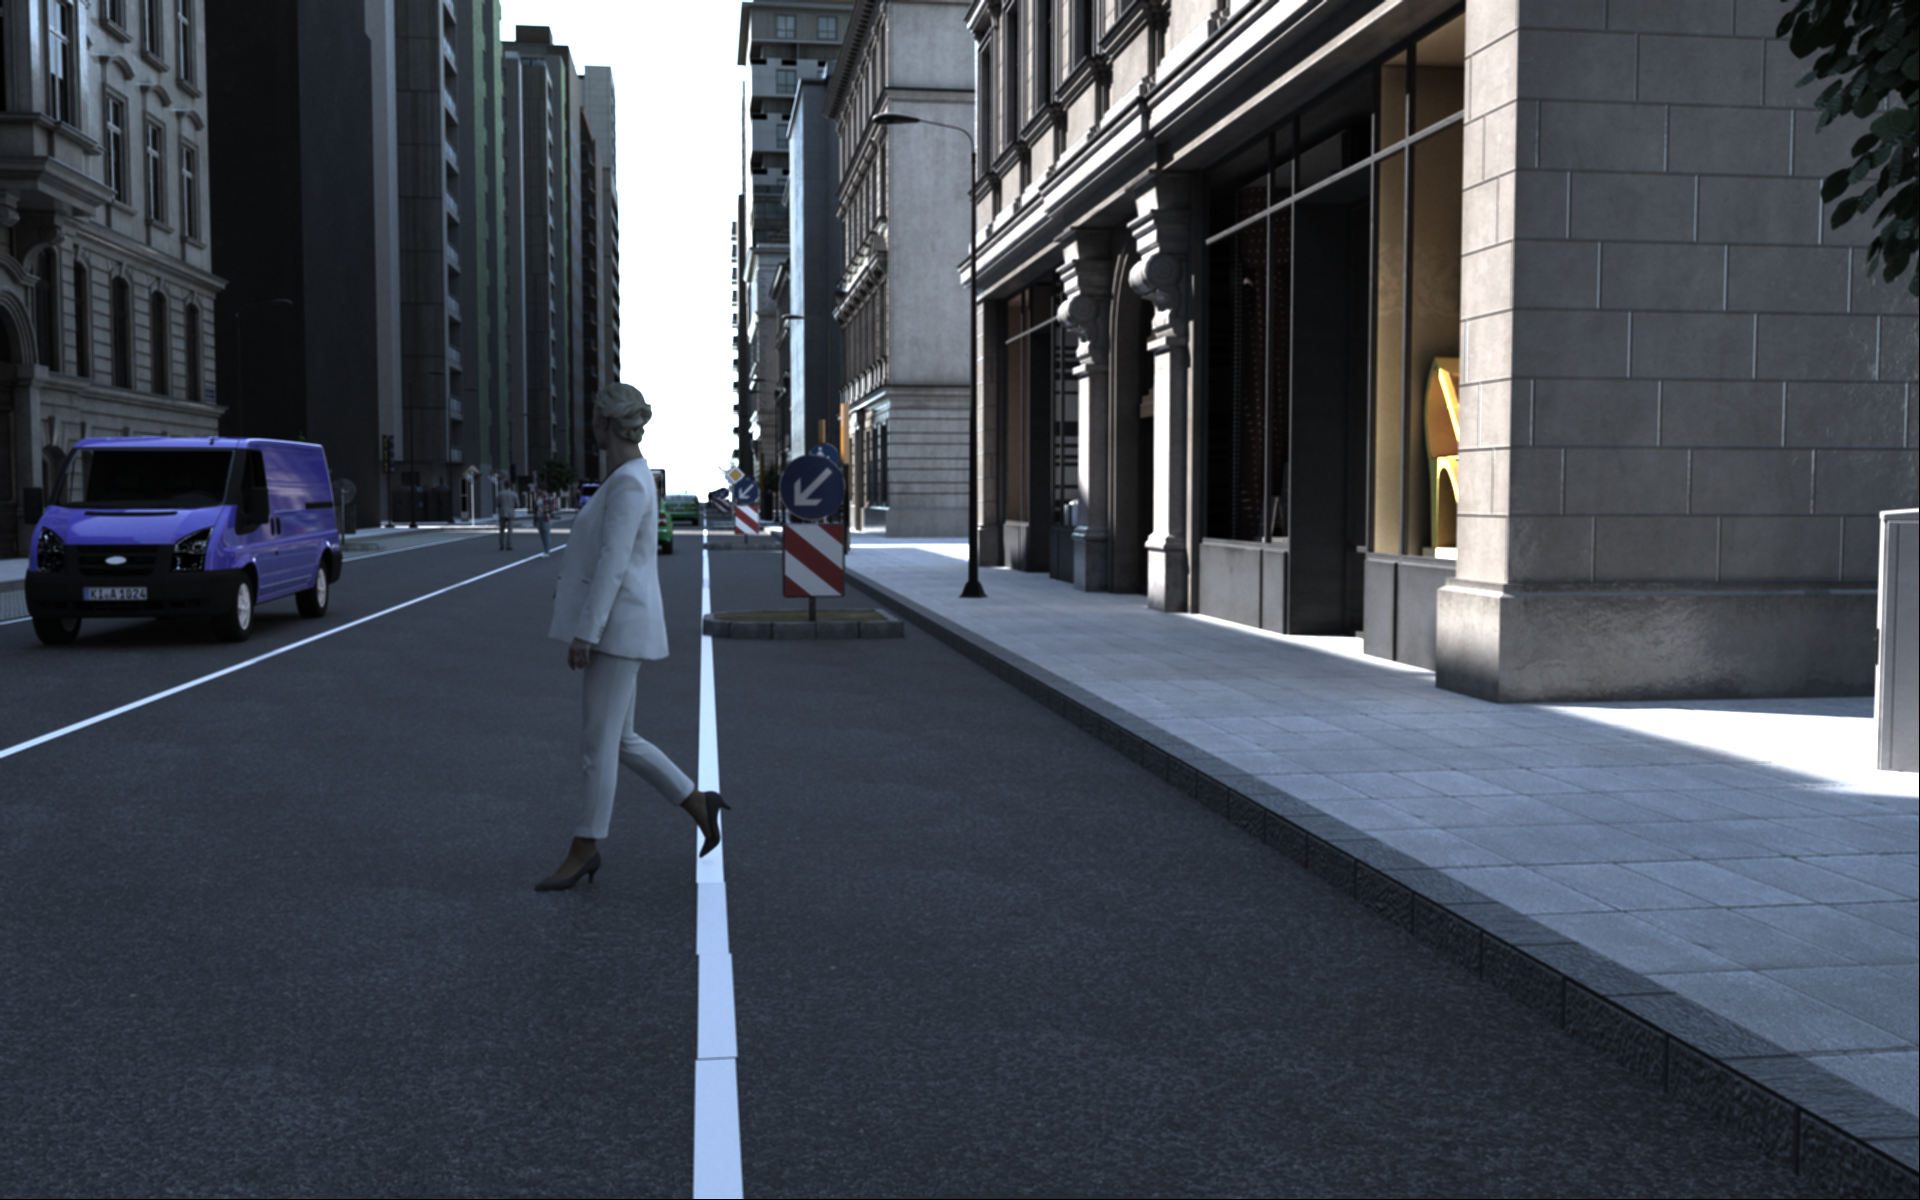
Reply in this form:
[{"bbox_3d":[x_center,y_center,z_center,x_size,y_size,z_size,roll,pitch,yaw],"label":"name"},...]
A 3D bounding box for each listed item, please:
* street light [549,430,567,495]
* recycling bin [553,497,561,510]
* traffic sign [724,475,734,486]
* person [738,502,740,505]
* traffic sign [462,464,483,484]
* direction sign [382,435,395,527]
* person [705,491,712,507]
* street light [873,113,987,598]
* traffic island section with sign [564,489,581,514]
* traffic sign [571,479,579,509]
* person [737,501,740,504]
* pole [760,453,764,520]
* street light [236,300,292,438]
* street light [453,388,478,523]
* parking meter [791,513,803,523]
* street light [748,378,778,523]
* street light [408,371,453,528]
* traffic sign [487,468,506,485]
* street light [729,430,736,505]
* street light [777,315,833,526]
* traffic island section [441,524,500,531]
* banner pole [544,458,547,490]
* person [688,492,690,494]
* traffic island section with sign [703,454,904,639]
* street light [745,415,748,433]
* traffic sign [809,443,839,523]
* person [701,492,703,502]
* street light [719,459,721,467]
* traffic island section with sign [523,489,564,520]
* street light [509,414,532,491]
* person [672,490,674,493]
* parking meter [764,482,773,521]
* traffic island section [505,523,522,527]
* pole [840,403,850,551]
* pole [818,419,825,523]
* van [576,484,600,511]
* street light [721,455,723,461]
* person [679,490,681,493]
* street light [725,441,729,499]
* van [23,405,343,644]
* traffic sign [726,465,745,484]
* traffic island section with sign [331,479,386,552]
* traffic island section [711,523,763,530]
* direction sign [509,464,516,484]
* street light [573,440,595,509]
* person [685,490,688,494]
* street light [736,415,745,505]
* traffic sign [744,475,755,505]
[{"bbox_3d":[-28.994,-9.311,124.775,1.470,5.913,1.316,-1,4,-8],"label":"street light"},{"bbox_3d":[-32.709,-7.780,139.753,0.722,1.027,0.722,1,4,16],"label":"recycling bin"},{"bbox_3d":[-10.150,-4.604,77.463,0.795,2.593,0.064,-1,4,-8],"label":"traffic sign"},{"bbox_3d":[-25.681,-11.931,201.899,0.721,1.735,1.217,0,4,-6],"label":"person"},{"bbox_3d":[-19.173,-4.030,68.087,0.795,2.593,0.064,-1,4,-8],"label":"traffic sign"},{"bbox_3d":[-22.001,-4.570,66.721,0.379,3.537,0.876,1,4,8],"label":"direction sign"},{"bbox_3d":[-28.027,-11.307,193.392,0.705,1.821,1.348,-3,5,-39],"label":"person"},{"bbox_3d":[-0.370,-2.985,21.349,1.470,5.913,1.316,-1,4,-8],"label":"street light"},{"bbox_3d":[-27.535,-7.094,124.612,1.989,1.847,2.006,-1,4,-8],"label":"traffic island section with sign"},{"bbox_3d":[-32.168,-8.835,144.559,0.768,2.556,0.104,0,4,0],"label":"traffic sign"},{"bbox_3d":[-28.491,-13.154,221.913,0.742,1.727,0.445,0,4,-2],"label":"person"},{"bbox_3d":[-9.885,-5.666,86.479,0.158,3.312,0.155,0,3,0],"label":"pole"},{"bbox_3d":[-16.656,-4.214,41.443,1.470,5.913,1.316,-1,4,-8],"label":"street light"},{"bbox_3d":[-21.777,-6.320,75.869,1.470,5.913,1.316,-1,4,-8],"label":"street light"},{"bbox_3d":[-5.233,-2.890,55.656,0.372,1.533,0.369,0,3,0],"label":"parking meter"},{"bbox_3d":[-7.653,-5.943,69.715,1.470,5.913,1.316,-1,4,-8],"label":"street light"},{"bbox_3d":[-20.189,-5.689,65.559,1.470,5.913,1.316,-1,4,-8],"label":"street light"},{"bbox_3d":[-20.338,-4.514,75.987,0.795,2.593,0.064,-1,4,-8],"label":"traffic sign"},{"bbox_3d":[-15.920,-9.404,126.290,1.470,5.913,1.316,-1,4,-8],"label":"street light"},{"bbox_3d":[-3.908,-4.434,45.039,1.470,5.913,1.316,-1,4,-8],"label":"street light"},{"bbox_3d":[-19.195,-2.806,68.151,2.009,0.180,2.903,-1,4,-8],"label":"traffic island section"},{"bbox_3d":[-28.518,-7.900,119.178,0.401,3.779,0.863,0,4,-2],"label":"banner pole"},{"bbox_3d":[-40.283,-15.246,258.305,0.750,1.759,0.617,-1,4,-10],"label":"person"},{"bbox_3d":[-1.689,-0.578,18.075,1.989,1.847,2.006,-1,4,-8],"label":"traffic island section with sign"},{"bbox_3d":[-8.764,-6.431,77.680,1.470,5.913,1.316,-1,4,-8],"label":"street light"},{"bbox_3d":[-3.395,-2.644,43.332,0.768,2.556,0.104,0,4,0],"label":"traffic sign"},{"bbox_3d":[-45.778,-18.240,306.730,0.705,1.823,1.348,-1,4,-8],"label":"person"},{"bbox_3d":[-27.322,-14.132,203.603,1.470,5.913,1.316,-1,4,-8],"label":"street light"},{"bbox_3d":[-23.565,-5.446,97.673,1.989,1.847,2.006,-1,4,-8],"label":"traffic island section with sign"},{"bbox_3d":[-25.392,-7.796,100.011,1.470,5.913,1.316,-1,4,-8],"label":"street light"},{"bbox_3d":[-31.715,-11.213,191.695,0.599,1.838,0.709,-1,4,-12],"label":"person"},{"bbox_3d":[-9.217,-4.745,83.285,0.399,1.863,0.255,-2,4,-28],"label":"parking meter"},{"bbox_3d":[-20.360,-3.289,76.051,2.009,0.180,2.903,-1,4,-8],"label":"traffic island section"},{"bbox_3d":[-2.590,-2.764,39.042,0.158,3.312,0.155,0,3,0],"label":"pole"},{"bbox_3d":[-3.773,-3.271,47.330,0.158,3.312,0.155,0,3,0],"label":"pole"},{"bbox_3d":[-21.664,-6.062,103.490,2.240,2.365,5.245,-1,4,-8],"label":"van"},{"bbox_3d":[-23.702,-12.656,179.468,1.470,5.913,1.316,-1,4,-8],"label":"street light"},{"bbox_3d":[-28.785,-10.397,178.497,0.705,1.823,1.348,-3,5,-44],"label":"person"},{"bbox_3d":[-20.233,-11.197,155.610,1.470,5.913,1.316,-1,4,-8],"label":"street light"},{"bbox_3d":[-8.107,-0.857,18.396,2.240,2.365,5.245,-1,4,-8],"label":"van"},{"bbox_3d":[-8.985,-4.121,69.563,0.795,2.593,0.064,-1,4,-8],"label":"traffic sign"},{"bbox_3d":[-15.591,-2.140,43.611,1.989,1.847,2.006,-1,4,-8],"label":"traffic island section with sign"},{"bbox_3d":[-8.963,-2.897,69.649,2.009,0.180,2.903,-1,4,-8],"label":"traffic island section"},{"bbox_3d":[-33.793,-8.450,130.155,0.876,3.537,0.379,1,4,11],"label":"direction sign"},{"bbox_3d":[-32.986,-10.946,151.508,1.470,5.913,1.316,-1,4,-8],"label":"street light"},{"bbox_3d":[-24.173,-8.849,153.202,1.348,1.821,0.705,3,4,38],"label":"person"},{"bbox_3d":[-12.267,-7.910,101.863,1.470,5.913,1.316,-1,4,-8],"label":"street light"},{"bbox_3d":[-13.947,-7.016,114.819,0.768,2.556,0.104,0,4,-3],"label":"traffic sign"}]
